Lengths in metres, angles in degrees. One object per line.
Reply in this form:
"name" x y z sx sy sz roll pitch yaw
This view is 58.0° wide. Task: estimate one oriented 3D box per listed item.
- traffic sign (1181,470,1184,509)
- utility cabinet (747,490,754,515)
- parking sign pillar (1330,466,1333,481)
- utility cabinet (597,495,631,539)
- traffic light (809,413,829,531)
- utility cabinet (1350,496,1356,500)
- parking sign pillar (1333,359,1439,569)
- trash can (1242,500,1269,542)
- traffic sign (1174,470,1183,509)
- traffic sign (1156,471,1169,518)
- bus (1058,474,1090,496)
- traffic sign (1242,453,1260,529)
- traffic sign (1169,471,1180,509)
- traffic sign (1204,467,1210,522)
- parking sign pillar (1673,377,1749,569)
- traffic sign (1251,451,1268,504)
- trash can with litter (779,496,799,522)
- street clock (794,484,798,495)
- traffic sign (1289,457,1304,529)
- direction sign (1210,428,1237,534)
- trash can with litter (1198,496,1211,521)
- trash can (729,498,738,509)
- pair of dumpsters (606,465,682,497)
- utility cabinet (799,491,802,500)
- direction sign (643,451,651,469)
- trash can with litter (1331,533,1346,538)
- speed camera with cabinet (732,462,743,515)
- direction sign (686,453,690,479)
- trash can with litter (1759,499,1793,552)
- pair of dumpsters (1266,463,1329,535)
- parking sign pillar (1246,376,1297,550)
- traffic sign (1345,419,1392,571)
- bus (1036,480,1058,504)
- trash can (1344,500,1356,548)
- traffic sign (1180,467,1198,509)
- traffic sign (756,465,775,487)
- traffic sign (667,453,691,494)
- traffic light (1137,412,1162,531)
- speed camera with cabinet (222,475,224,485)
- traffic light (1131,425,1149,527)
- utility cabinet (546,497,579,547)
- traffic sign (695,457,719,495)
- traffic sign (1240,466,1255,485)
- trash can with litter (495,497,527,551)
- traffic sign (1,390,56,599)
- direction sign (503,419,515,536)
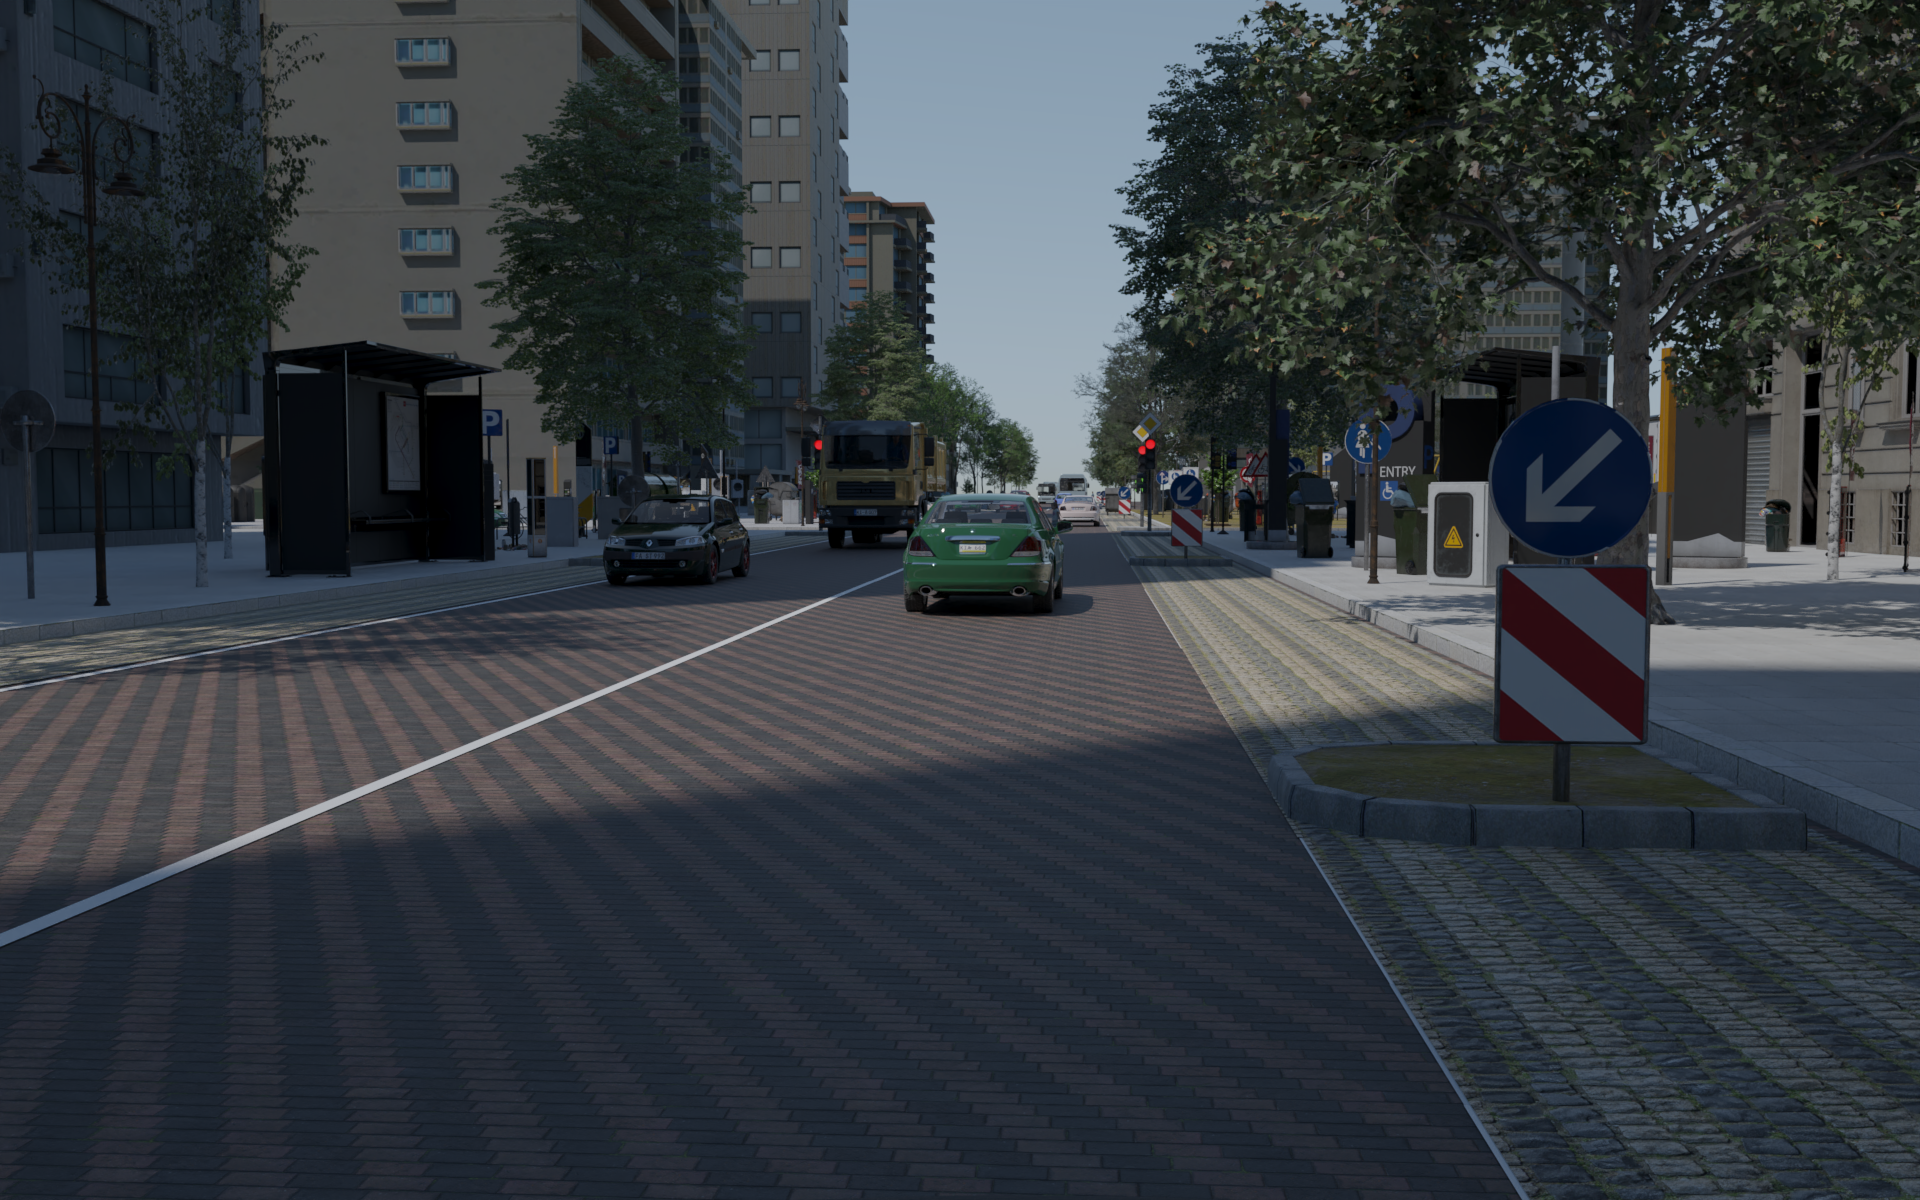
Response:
"traffic sign" 11.813 -5.607 91.776 0.768 2.556 0.104 1 4 11
"utility cabinet" -11.979 -5.741 102.549 1.173 1.500 0.318 0 4 6
"parking sign pillar" 20.062 -6.260 90.823 1.447 3.967 1.447 3 5 43
"utility cabinet" -9.758 -2.325 49.182 1.020 1.237 0.306 1 4 12
"traffic light" -4.833 -4.363 60.258 0.839 4.253 0.868 0 4 4
"utility cabinet" 31.619 -7.869 139.822 1.020 1.237 0.306 2 4 35
"parking sign pillar" 7.591 -2.553 30.217 1.447 3.967 1.447 3 5 44
"trash can" 7.561 -1.993 44.235 0.748 1.137 0.748 0 3 0
"traffic sign" 11.398 -5.550 90.841 0.768 2.556 0.104 0 4 7
"traffic sign" 11.041 -5.750 94.122 0.768 2.556 0.104 0 4 7
"bus" 10.752 -10.354 164.152 2.948 3.499 13.247 0 4 5
"traffic sign" 9.312 -3.336 54.550 0.884 2.594 0.081 0 4 8
"traffic sign" 9.476 -4.530 76.199 0.606 2.300 0.079 1 4 8
"traffic sign" 11.612 -4.935 80.801 0.768 2.556 0.104 1 4 13
"parking sign pillar" 13.033 -2.556 30.267 1.447 3.967 1.447 2 4 32
"traffic sign" 9.326 -3.238 52.941 0.884 2.594 0.081 0 4 5
"trash can with litter" -7.874 -4.180 79.733 1.055 1.170 0.624 2 4 32
"street clock" -11.407 -7.083 120.371 0.358 2.002 0.471 -1 4 -15
"traffic sign" 11.429 -3.621 59.308 0.768 2.556 0.104 1 4 10
"direction sign" 8.376 -3.857 55.053 0.876 3.537 0.379 -1 4 -11
"trash can with litter" 12.954 -5.062 93.819 1.678 1.210 2.233 -1 4 -20
"trash can" -7.702 -2.781 57.117 0.748 1.137 0.748 0 3 0
"pair of dumpsters" -10.304 -3.302 56.483 1.574 2.255 4.437 0 4 4
"utility cabinet" -11.623 -7.250 127.213 0.318 1.500 1.173 0 4 -4
"direction sign" -16.655 -6.120 92.054 0.379 3.537 0.876 -3 5 -39
"trash can with litter" 11.371 -2.409 50.447 2.233 1.210 1.678 -1 4 -23
"speed camera with cabinet" -14.499 -6.914 107.387 2.038 3.252 0.660 -1 4 -18
"direction sign" -15.180 -6.403 96.679 0.379 3.537 0.876 -2 4 -24
"trash can with litter" 18.157 -1.659 38.513 0.624 1.170 1.055 2 4 31
"pair of dumpsters" 10.864 -3.263 55.851 1.574 2.255 4.437 0 4 4
"parking sign pillar" 7.405 -3.169 40.290 1.447 3.967 1.447 1 4 11
"traffic sign" 6.806 -1.764 28.944 0.768 2.556 0.104 1 4 9
"bus" 13.018 -15.867 254.281 2.948 3.499 13.247 0 4 6
"trash can" 9.488 -1.804 41.142 0.748 1.137 0.748 0 3 0
"traffic sign" 8.852 -3.934 66.453 0.606 2.300 0.079 1 4 13
"traffic sign" -8.701 -4.736 77.435 0.884 2.594 0.081 1 4 8
"traffic sign" -8.436 -3.167 51.892 0.768 2.556 0.104 1 4 12
"traffic light" 6.499 -4.314 59.454 0.839 4.253 0.868 0 4 4
"speed camera with cabinet" -35.902 -5.466 83.705 0.660 3.252 2.038 -1 4 -21
"traffic light" 7.078 -4.801 67.418 0.839 4.253 0.868 0 4 4
"utility cabinet" -9.836 -1.901 42.246 1.020 1.237 0.306 1 4 13
"traffic sign" -8.731 -3.654 59.753 0.884 2.594 0.081 1 4 13
"traffic sign" 13.002 -4.776 78.186 0.768 2.556 0.104 0 4 8
"trash can with litter" -10.456 -1.769 39.986 1.678 1.210 2.233 0 4 -5
"traffic sign" -11.383 -1.287 21.151 0.768 2.556 0.104 1 4 12
"direction sign" -13.723 -3.708 52.616 0.379 3.537 0.876 -1 4 -18
